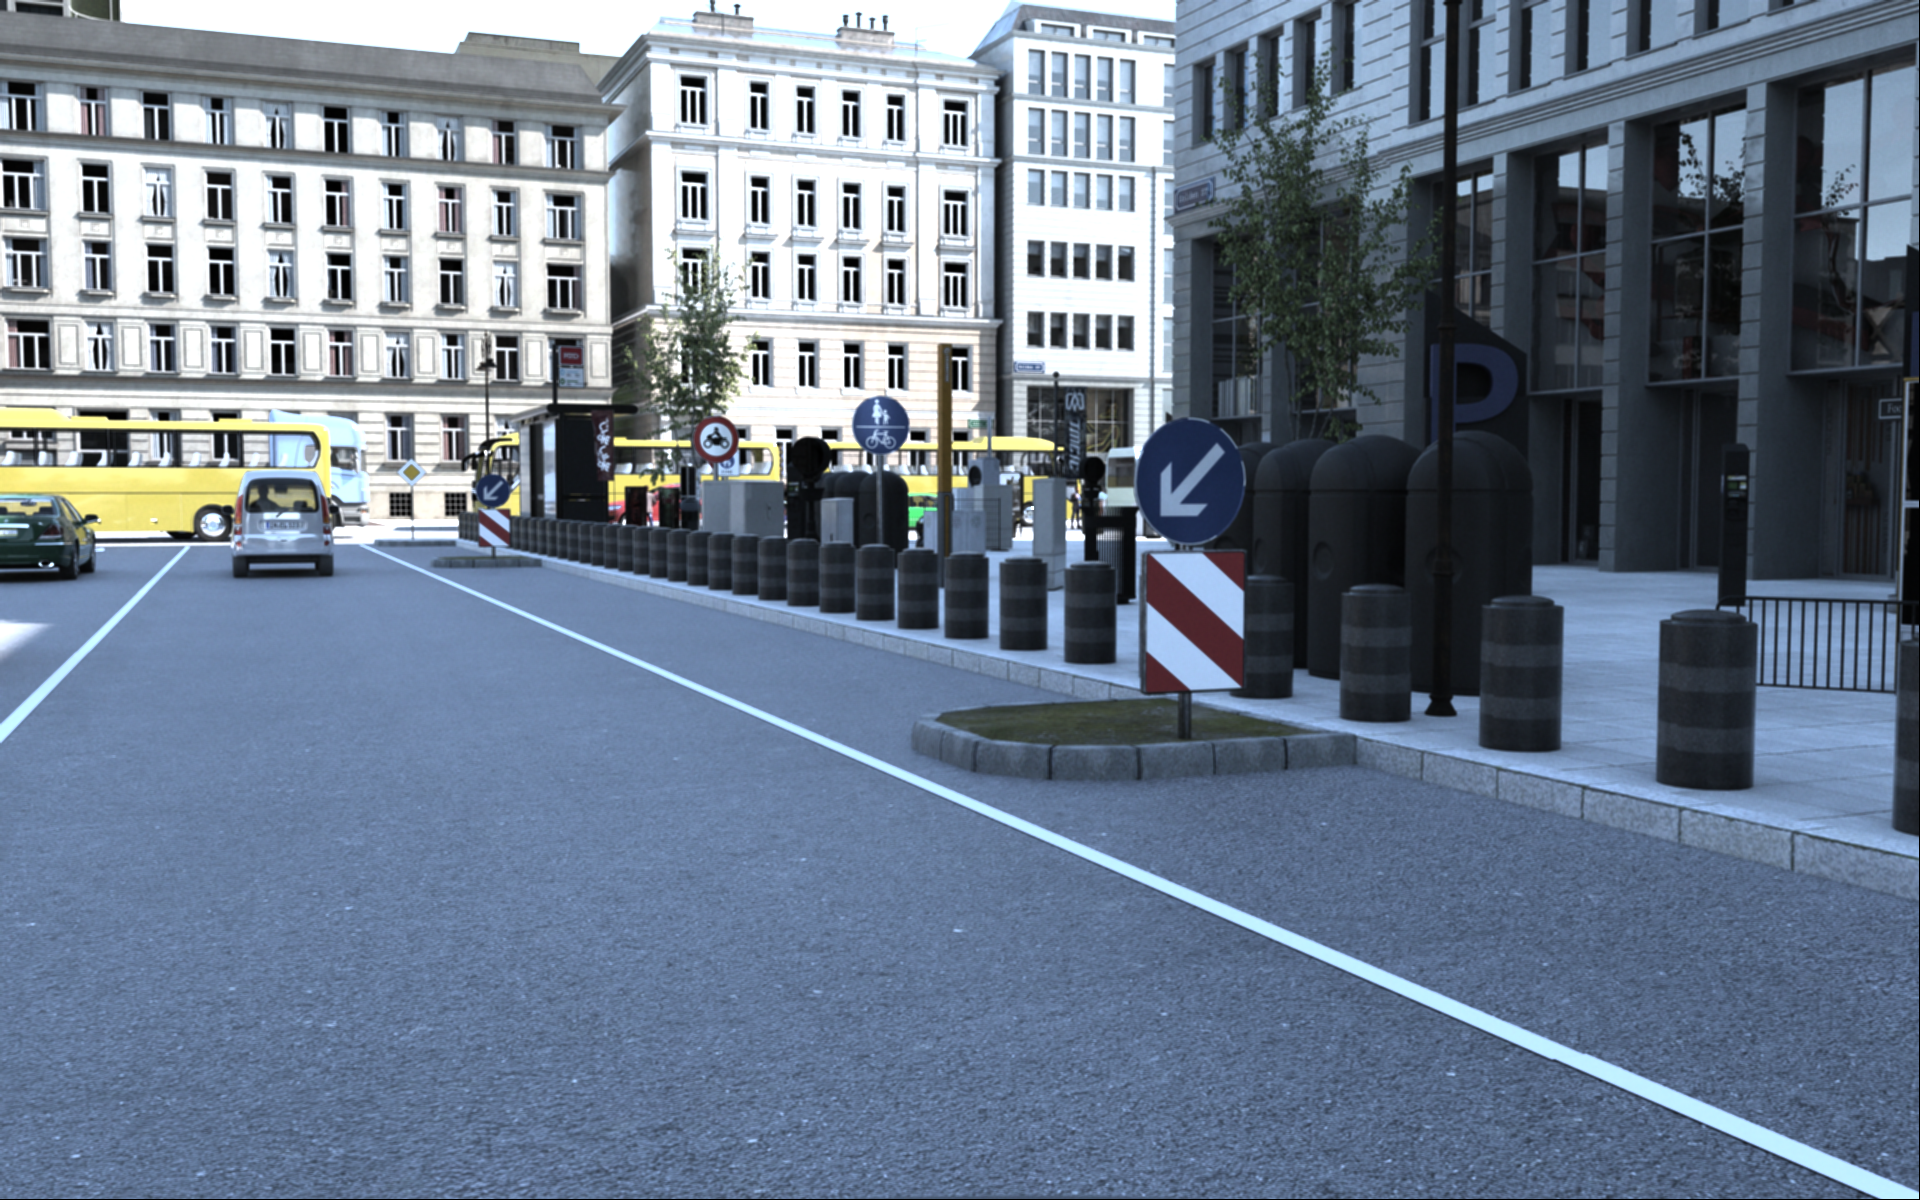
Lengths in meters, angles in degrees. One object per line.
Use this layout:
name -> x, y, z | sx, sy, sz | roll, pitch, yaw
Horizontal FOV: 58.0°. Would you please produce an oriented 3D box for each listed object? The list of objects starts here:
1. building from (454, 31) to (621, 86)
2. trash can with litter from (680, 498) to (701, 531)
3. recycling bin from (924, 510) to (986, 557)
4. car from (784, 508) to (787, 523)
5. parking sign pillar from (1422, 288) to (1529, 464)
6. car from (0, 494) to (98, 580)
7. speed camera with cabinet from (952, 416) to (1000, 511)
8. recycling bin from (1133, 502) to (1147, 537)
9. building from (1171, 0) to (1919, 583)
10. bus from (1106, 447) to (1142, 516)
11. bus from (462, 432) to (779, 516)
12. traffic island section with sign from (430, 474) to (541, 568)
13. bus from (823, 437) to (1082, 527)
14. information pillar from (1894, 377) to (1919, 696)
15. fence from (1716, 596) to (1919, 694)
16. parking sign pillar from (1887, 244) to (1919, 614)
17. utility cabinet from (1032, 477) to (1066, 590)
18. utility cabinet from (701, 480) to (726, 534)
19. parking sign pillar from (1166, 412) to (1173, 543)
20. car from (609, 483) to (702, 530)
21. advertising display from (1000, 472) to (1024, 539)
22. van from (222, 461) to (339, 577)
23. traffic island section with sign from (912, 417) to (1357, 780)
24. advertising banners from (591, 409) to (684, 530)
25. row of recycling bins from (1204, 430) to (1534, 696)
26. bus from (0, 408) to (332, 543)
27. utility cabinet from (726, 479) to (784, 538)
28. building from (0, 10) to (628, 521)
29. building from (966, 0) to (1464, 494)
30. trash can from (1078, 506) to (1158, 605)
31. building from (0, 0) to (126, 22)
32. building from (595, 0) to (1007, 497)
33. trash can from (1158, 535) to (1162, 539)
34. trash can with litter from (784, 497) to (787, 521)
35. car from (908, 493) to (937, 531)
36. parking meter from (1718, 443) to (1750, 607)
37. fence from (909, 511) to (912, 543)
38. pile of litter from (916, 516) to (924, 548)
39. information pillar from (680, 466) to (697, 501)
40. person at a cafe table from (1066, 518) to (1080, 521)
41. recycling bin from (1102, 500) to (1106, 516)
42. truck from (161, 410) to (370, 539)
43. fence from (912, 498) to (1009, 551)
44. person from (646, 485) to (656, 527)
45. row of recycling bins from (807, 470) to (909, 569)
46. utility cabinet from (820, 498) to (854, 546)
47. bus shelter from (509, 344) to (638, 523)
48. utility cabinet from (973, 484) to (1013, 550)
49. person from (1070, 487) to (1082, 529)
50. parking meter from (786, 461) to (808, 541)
building -> -42.520, -34.166, 182.308 | 21.300, 48.544, 21.600 | -1, 4, -22
trash can with litter -> -6.809, -1.993, 43.978 | 0.624, 1.170, 1.055 | 0, 4, -8
recycling bin -> -0.083, -0.844, 26.349 | 0.722, 1.027, 0.722 | -2, 4, -31
car -> -8.861, -3.400, 68.173 | 3.894, 1.354, 1.945 | -1, 4, -21
parking sign pillar -> 6.700, -2.084, 22.550 | 1.447, 3.967, 1.447 | 1, 4, 10
car -> -16.175, -1.115, 30.022 | 2.131, 1.459, 4.920 | -1, 4, -21
speed camera with cabinet -> 0.207, -3.067, 44.484 | 0.660, 3.252, 2.038 | -2, 4, -34
recycling bin -> 5.628, -2.412, 51.990 | 0.722, 1.027, 0.722 | 2, 4, 25
building -> 15.736, -15.424, 29.674 | 11.434, 29.767, 29.804 | -1, 4, -22
bus -> 12.453, -4.691, 71.555 | 13.247, 3.499, 2.948 | -2, 4, -24
bus -> -13.457, -4.762, 69.405 | 12.252, 3.916, 2.896 | -2, 4, -23
traffic island section with sign -> -9.520, -1.587, 34.573 | 1.989, 1.847, 2.006 | -1, 4, -22
bus -> -0.421, -5.071, 74.455 | 12.252, 3.916, 2.896 | -1, 4, -21
information pillar -> 6.148, -0.394, 10.933 | 0.304, 2.012, 0.304 | -3, 4, -38
fence -> 5.301, 0.346, 9.716 | 2.069, 0.683, 0.278 | 2, 4, 33
parking sign pillar -> 10.738, -1.831, 18.412 | 1.447, 3.967, 1.447 | 2, 4, 28
utility cabinet -> 1.204, -0.905, 23.468 | 0.318, 1.500, 1.173 | 1, 4, 11
utility cabinet -> -3.602, -1.194, 28.195 | 1.173, 1.500, 0.318 | -1, 4, -16
parking sign pillar -> 6.172, -3.461, 45.053 | 1.447, 3.967, 1.447 | 0, 4, -7
car -> -10.167, -3.213, 61.200 | 5.304, 1.827, 2.281 | -1, 4, -22
advertising display -> 1.477, -2.747, 50.126 | 0.123, 1.923, 0.974 | -3, 5, -40
van -> -12.270, -1.487, 31.331 | 2.013, 2.044, 4.112 | -1, 4, -22
traffic island section with sign -> 0.811, -0.064, 9.668 | 1.989, 1.847, 2.006 | -1, 4, -22
advertising banners -> -6.639, -2.410, 35.593 | 2.074, 3.025, 0.090 | 1, 4, 17
row of recycling bins -> 2.828, -0.335, 12.584 | 1.069, 1.692, 3.534 | -1, 4, -20
bus -> -25.079, -3.635, 50.987 | 12.252, 3.916, 2.896 | -1, 4, -22
utility cabinet -> -3.112, -1.101, 26.680 | 0.318, 1.500, 1.173 | 2, 4, 24
building -> -33.588, -15.631, 88.845 | 30.059, 22.955, 16.112 | -1, 4, -22
building -> 14.476, -20.067, 105.590 | 29.804, 29.767, 11.434 | -1, 4, -22
trash can -> 1.758, -0.528, 20.285 | 0.748, 1.137, 0.748 | 0, 3, 0
building -> -120.374, -48.248, 227.110 | 20.611, 71.187, 20.563 | -1, 4, -22
building -> -9.262, -19.071, 97.719 | 20.117, 28.700, 13.634 | -1, 4, -22
trash can -> 5.565, -2.329, 49.727 | 0.748, 1.137, 0.748 | 0, 3, 0
trash can with litter -> -8.295, -4.403, 83.382 | 0.624, 1.170, 1.055 | 0, 4, -4
car -> -1.175, -3.075, 59.070 | 4.718, 1.807, 1.959 | -1, 4, -22
parking meter -> 8.871, -0.865, 19.859 | 0.255, 1.863, 0.399 | 1, 4, 16
fence -> -1.148, -1.928, 42.732 | 2.264, 1.192, 0.480 | 3, 4, 36
pile of litter -> -0.431, -1.255, 34.491 | 1.176, 0.858, 1.719 | 1, 4, 9
information pillar -> -7.059, -2.481, 45.049 | 0.304, 2.012, 0.304 | 3, 5, 43
person at a cafe table -> 5.415, -4.472, 83.984 | 1.726, 1.238, 1.698 | 2, 4, 32
recycling bin -> 7.885, -4.762, 90.409 | 0.722, 1.027, 0.722 | 3, 4, 37
truck -> -27.680, -3.938, 54.138 | 18.799, 4.110, 2.967 | -1, 4, -22
fence -> 0.058, -1.658, 38.308 | 2.264, 1.192, 0.480 | -3, 4, -37
person -> -10.628, -3.015, 58.615 | 0.655, 1.722, 0.431 | -3, 4, -36
row of recycling bins -> -1.908, -1.475, 31.229 | 1.069, 1.692, 3.534 | -2, 4, -24
utility cabinet -> -2.480, -1.406, 34.145 | 0.306, 1.237, 1.020 | -3, 4, -38
bus shelter -> -10.172, -4.075, 44.254 | 2.179, 5.291, 8.768 | -1, 4, -23
utility cabinet -> 0.754, -1.905, 39.821 | 0.318, 1.500, 1.173 | 2, 4, 35
person -> 4.859, -3.810, 71.620 | 0.655, 1.722, 0.431 | -3, 4, -39
parking meter -> -2.888, -1.515, 30.485 | 0.255, 1.863, 0.399 | 1, 4, 9
